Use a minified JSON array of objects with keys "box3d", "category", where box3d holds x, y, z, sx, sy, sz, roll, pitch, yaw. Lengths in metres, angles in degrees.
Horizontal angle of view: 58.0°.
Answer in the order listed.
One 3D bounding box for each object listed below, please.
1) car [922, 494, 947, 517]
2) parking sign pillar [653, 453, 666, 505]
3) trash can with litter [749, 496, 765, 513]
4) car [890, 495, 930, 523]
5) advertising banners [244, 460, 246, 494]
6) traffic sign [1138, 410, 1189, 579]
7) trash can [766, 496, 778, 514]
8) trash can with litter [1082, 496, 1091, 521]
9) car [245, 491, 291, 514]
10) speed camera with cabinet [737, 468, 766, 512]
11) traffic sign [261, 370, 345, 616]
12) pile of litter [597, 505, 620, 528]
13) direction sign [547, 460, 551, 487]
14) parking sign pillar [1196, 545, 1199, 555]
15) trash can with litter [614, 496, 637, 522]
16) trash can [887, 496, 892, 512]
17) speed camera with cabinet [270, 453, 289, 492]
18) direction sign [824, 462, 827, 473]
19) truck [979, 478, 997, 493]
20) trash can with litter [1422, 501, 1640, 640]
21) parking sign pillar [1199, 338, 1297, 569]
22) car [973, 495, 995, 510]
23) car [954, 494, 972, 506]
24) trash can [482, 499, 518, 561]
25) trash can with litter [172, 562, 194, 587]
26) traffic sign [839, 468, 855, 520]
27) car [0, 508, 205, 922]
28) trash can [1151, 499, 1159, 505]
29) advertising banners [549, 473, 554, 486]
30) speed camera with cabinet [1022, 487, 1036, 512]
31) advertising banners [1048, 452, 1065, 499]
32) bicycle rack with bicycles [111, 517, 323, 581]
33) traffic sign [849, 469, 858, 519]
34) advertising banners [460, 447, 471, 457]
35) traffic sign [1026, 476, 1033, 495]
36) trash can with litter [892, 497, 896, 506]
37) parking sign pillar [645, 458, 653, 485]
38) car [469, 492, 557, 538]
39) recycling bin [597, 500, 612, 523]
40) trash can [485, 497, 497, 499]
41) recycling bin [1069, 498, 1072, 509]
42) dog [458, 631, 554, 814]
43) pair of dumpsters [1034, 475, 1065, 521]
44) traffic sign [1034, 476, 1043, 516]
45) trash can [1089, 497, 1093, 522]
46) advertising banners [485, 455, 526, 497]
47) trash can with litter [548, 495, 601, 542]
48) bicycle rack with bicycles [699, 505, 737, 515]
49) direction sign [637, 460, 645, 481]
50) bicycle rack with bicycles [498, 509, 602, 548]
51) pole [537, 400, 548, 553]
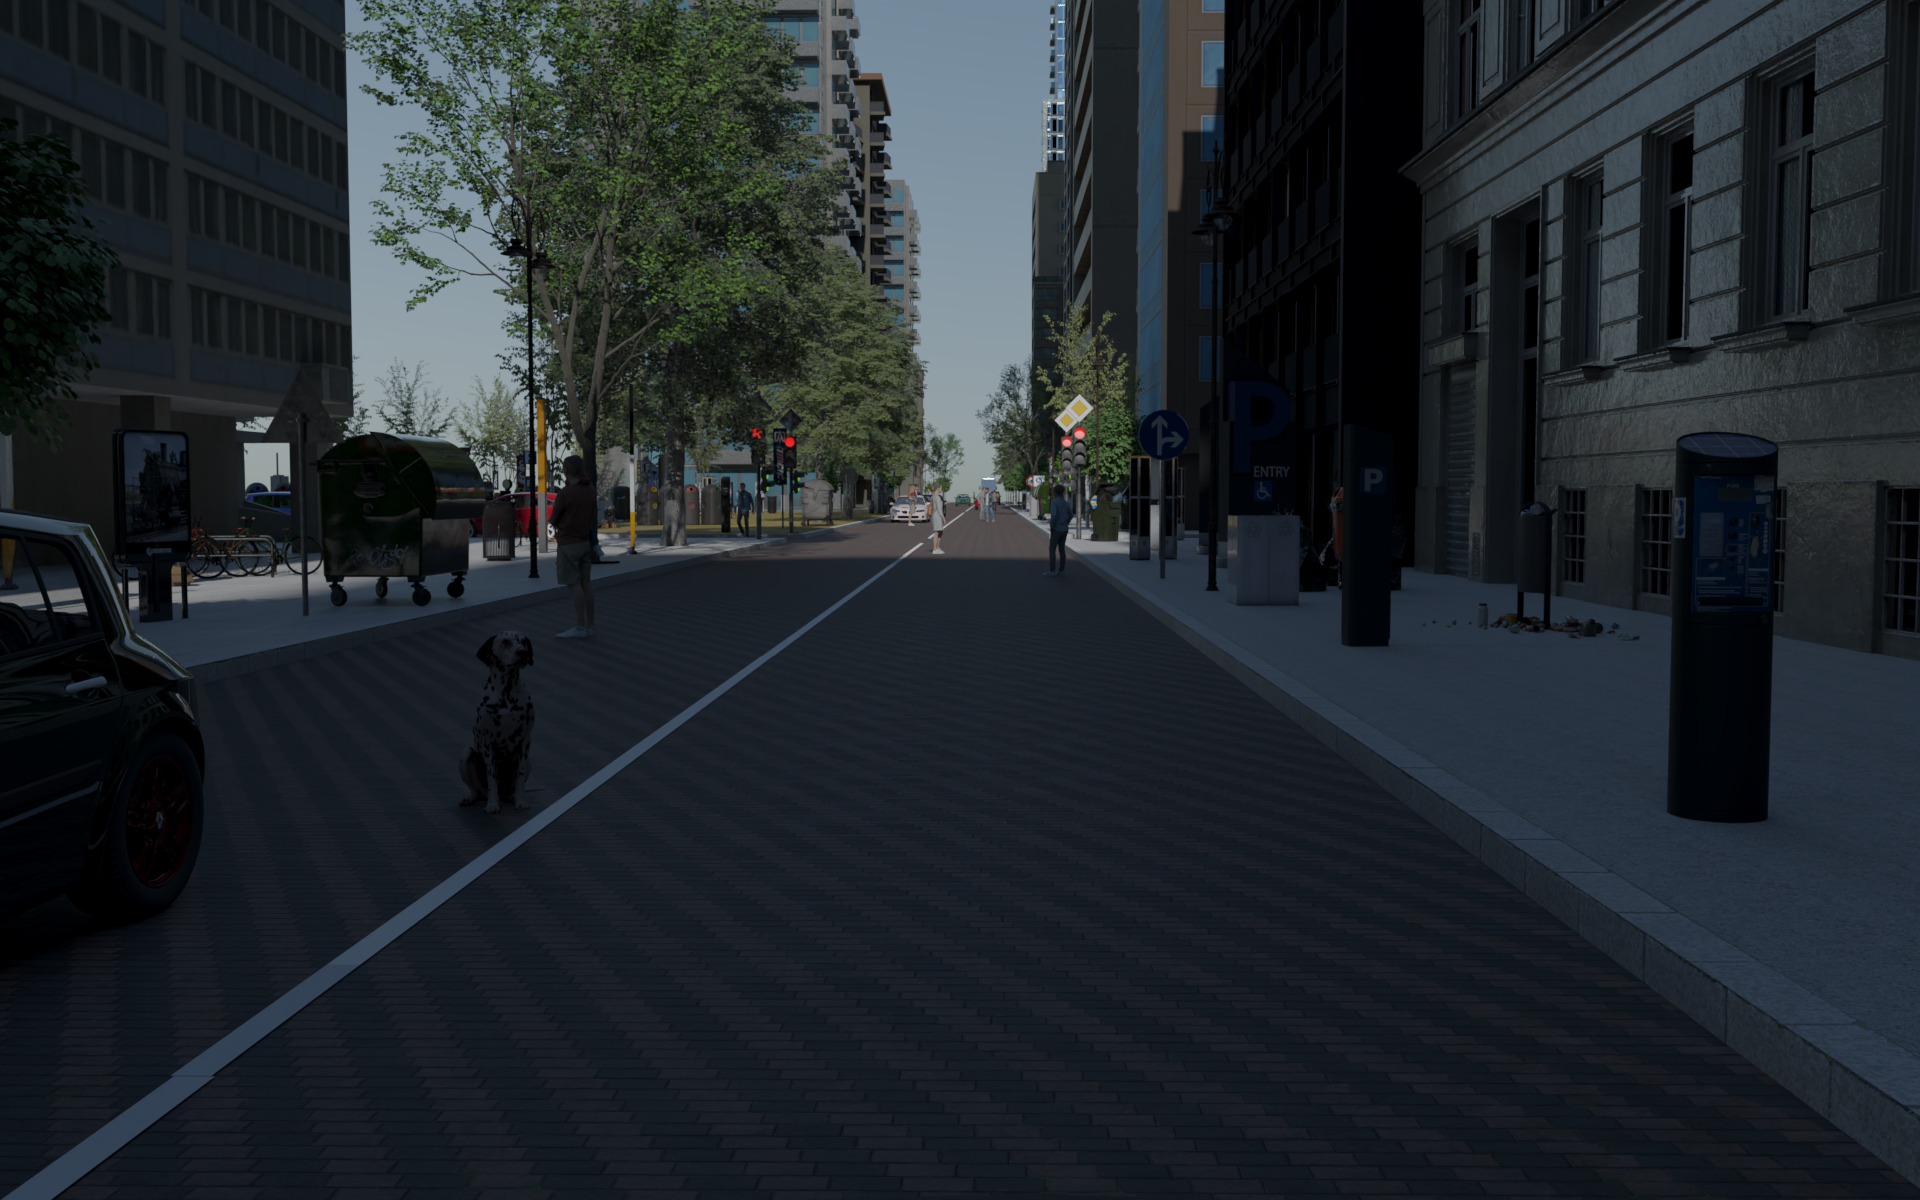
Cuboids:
[{"box3d":[-1.802,-6.035,108.456,2.009,1.686,4.222,0,4,3],"category":"car"},{"box3d":[-14.733,-6.106,88.307,1.447,3.967,1.447,-1,4,-14],"category":"parking sign pillar"},{"box3d":[-13.999,-6.487,117.119,1.678,1.210,2.233,2,4,26],"category":"trash can with litter"},{"box3d":[-2.495,-4.615,87.813,2.083,1.381,4.827,0,4,2],"category":"car"},{"box3d":[-35.832,-5.627,88.186,2.074,3.025,0.090,-1,4,-21],"category":"advertising banners"},{"box3d":[3.080,-1.599,26.251,0.768,2.556,0.104,0,4,3],"category":"traffic sign"},{"box3d":[-12.384,-6.266,114.096,0.748,1.137,0.748,0,3,0],"category":"trash can"},{"box3d":[6.208,-4.335,82.262,0.624,1.170,1.055,-1,4,-20],"category":"trash can with litter"},{"box3d":[-20.713,-2.725,54.146,3.694,1.707,1.945,0,4,1],"category":"car"},{"box3d":[-15.035,-7.981,124.824,2.038,3.252,0.660,1,4,8],"category":"speed camera with cabinet"},{"box3d":[-6.890,-1.111,18.164,0.884,2.594,0.081,0,4,2],"category":"traffic sign"},{"box3d":[-13.517,-3.166,65.733,1.176,0.858,1.719,-1,4,-17],"category":"pile of litter"},{"box3d":[-27.239,-7.496,114.550,0.379,3.537,0.876,-2,4,-32],"category":"direction sign"},{"box3d":[5.759,-2.952,36.743,1.447,3.967,1.447,2,4,26],"category":"parking sign pillar"},{"box3d":[-15.179,-4.206,79.822,2.233,1.210,1.678,-1,4,-18],"category":"trash can with litter"},{"box3d":[-5.179,-6.838,123.456,0.748,1.137,0.748,0,3,0],"category":"trash can"},{"box3d":[-31.911,-5.417,82.910,2.038,3.252,0.660,0,4,7],"category":"speed camera with cabinet"},{"box3d":[-9.946,-8.471,130.489,0.876,3.537,0.379,0,4,-3],"category":"direction sign"},{"box3d":[4.762,-17.646,278.264,2.967,4.110,18.799,0,4,-1],"category":"truck"},{"box3d":[5.468,-0.313,16.183,1.678,1.210,2.233,-1,4,-11],"category":"trash can with litter"},{"box3d":[5.183,-2.548,30.133,1.447,3.967,1.447,-1,4,-17],"category":"parking sign pillar"},{"box3d":[2.259,-9.009,156.339,2.155,1.783,4.494,0,4,2],"category":"car"},{"box3d":[0.373,-11.899,206.339,2.131,1.459,4.920,0,4,1],"category":"car"},{"box3d":[-8.831,-1.315,33.156,0.748,1.137,0.748,0,3,0],"category":"trash can"},{"box3d":[-11.076,-0.791,24.318,1.055,1.170,0.624,3,5,43],"category":"trash can with litter"},{"box3d":[-5.541,-5.182,84.834,0.768,2.556,0.104,0,4,8],"category":"traffic sign"},{"box3d":[-3.616,0.320,4.555,2.009,1.686,4.222,0,4,2],"category":"car"},{"box3d":[5.183,-2.234,48.172,0.748,1.137,0.748,0,3,0],"category":"trash can"},{"box3d":[-28.738,-7.536,119.405,0.090,3.025,2.074,3,4,36],"category":"advertising banners"},{"box3d":[5.121,-7.987,124.919,0.660,3.252,2.038,-1,4,-21],"category":"speed camera with cabinet"},{"box3d":[4.132,-4.712,73.221,0.090,3.025,2.074,2,4,27],"category":"advertising banners"},{"box3d":[-11.491,-0.835,27.028,2.925,0.926,2.852,-1,4,-19],"category":"bicycle rack with bicycles"},{"box3d":[-5.599,-5.420,88.726,0.768,2.556,0.104,0,4,8],"category":"traffic sign"},{"box3d":[-18.807,-4.133,63.763,0.090,3.025,2.074,3,4,36],"category":"advertising banners"},{"box3d":[4.996,-7.370,120.597,0.768,2.556,0.104,1,4,11],"category":"traffic sign"},{"box3d":[-4.666,-6.934,124.754,1.055,1.170,0.624,0,4,2],"category":"trash can with litter"},{"box3d":[-22.490,-8.486,127.215,1.447,3.967,1.447,-3,5,-44],"category":"parking sign pillar"},{"box3d":[-13.519,-2.669,52.684,4.494,1.783,2.155,0,4,2],"category":"car"},{"box3d":[-14.208,-3.417,68.417,0.722,1.027,0.722,1,4,16],"category":"recycling bin"},{"box3d":[-20.323,-3.847,74.544,0.748,1.137,0.748,0,3,0],"category":"trash can"},{"box3d":[7.102,-6.248,114.712,0.722,1.027,0.722,2,4,30],"category":"recycling bin"},{"box3d":[-2.068,0.535,8.083,0.513,0.831,0.800,1,4,14],"category":"dog"},{"box3d":[4.465,-5.018,84.537,1.574,2.255,4.437,0,4,1],"category":"pair of dumpsters"},{"box3d":[4.436,-5.818,97.258,0.606,2.300,0.079,1,4,10],"category":"traffic sign"},{"box3d":[6.259,-4.115,78.930,0.748,1.137,0.748,0,3,0],"category":"trash can"},{"box3d":[-20.152,-4.922,76.661,2.074,3.025,0.090,-1,4,-17],"category":"advertising banners"},{"box3d":[-10.624,-2.175,46.616,1.678,1.210,2.233,0,4,1],"category":"trash can with litter"},{"box3d":[-14.578,-5.533,103.843,2.925,0.926,2.852,0,4,-2],"category":"bicycle rack with bicycles"},{"box3d":[-21.261,-7.556,115.536,0.876,3.537,0.379,3,5,41],"category":"direction sign"},{"box3d":[-9.869,-1.751,42.016,2.852,0.926,2.925,0,4,4],"category":"bicycle rack with bicycles"},{"box3d":[-9.033,-2.668,37.457,0.158,3.312,0.155,0,3,0],"category":"pole"}]
